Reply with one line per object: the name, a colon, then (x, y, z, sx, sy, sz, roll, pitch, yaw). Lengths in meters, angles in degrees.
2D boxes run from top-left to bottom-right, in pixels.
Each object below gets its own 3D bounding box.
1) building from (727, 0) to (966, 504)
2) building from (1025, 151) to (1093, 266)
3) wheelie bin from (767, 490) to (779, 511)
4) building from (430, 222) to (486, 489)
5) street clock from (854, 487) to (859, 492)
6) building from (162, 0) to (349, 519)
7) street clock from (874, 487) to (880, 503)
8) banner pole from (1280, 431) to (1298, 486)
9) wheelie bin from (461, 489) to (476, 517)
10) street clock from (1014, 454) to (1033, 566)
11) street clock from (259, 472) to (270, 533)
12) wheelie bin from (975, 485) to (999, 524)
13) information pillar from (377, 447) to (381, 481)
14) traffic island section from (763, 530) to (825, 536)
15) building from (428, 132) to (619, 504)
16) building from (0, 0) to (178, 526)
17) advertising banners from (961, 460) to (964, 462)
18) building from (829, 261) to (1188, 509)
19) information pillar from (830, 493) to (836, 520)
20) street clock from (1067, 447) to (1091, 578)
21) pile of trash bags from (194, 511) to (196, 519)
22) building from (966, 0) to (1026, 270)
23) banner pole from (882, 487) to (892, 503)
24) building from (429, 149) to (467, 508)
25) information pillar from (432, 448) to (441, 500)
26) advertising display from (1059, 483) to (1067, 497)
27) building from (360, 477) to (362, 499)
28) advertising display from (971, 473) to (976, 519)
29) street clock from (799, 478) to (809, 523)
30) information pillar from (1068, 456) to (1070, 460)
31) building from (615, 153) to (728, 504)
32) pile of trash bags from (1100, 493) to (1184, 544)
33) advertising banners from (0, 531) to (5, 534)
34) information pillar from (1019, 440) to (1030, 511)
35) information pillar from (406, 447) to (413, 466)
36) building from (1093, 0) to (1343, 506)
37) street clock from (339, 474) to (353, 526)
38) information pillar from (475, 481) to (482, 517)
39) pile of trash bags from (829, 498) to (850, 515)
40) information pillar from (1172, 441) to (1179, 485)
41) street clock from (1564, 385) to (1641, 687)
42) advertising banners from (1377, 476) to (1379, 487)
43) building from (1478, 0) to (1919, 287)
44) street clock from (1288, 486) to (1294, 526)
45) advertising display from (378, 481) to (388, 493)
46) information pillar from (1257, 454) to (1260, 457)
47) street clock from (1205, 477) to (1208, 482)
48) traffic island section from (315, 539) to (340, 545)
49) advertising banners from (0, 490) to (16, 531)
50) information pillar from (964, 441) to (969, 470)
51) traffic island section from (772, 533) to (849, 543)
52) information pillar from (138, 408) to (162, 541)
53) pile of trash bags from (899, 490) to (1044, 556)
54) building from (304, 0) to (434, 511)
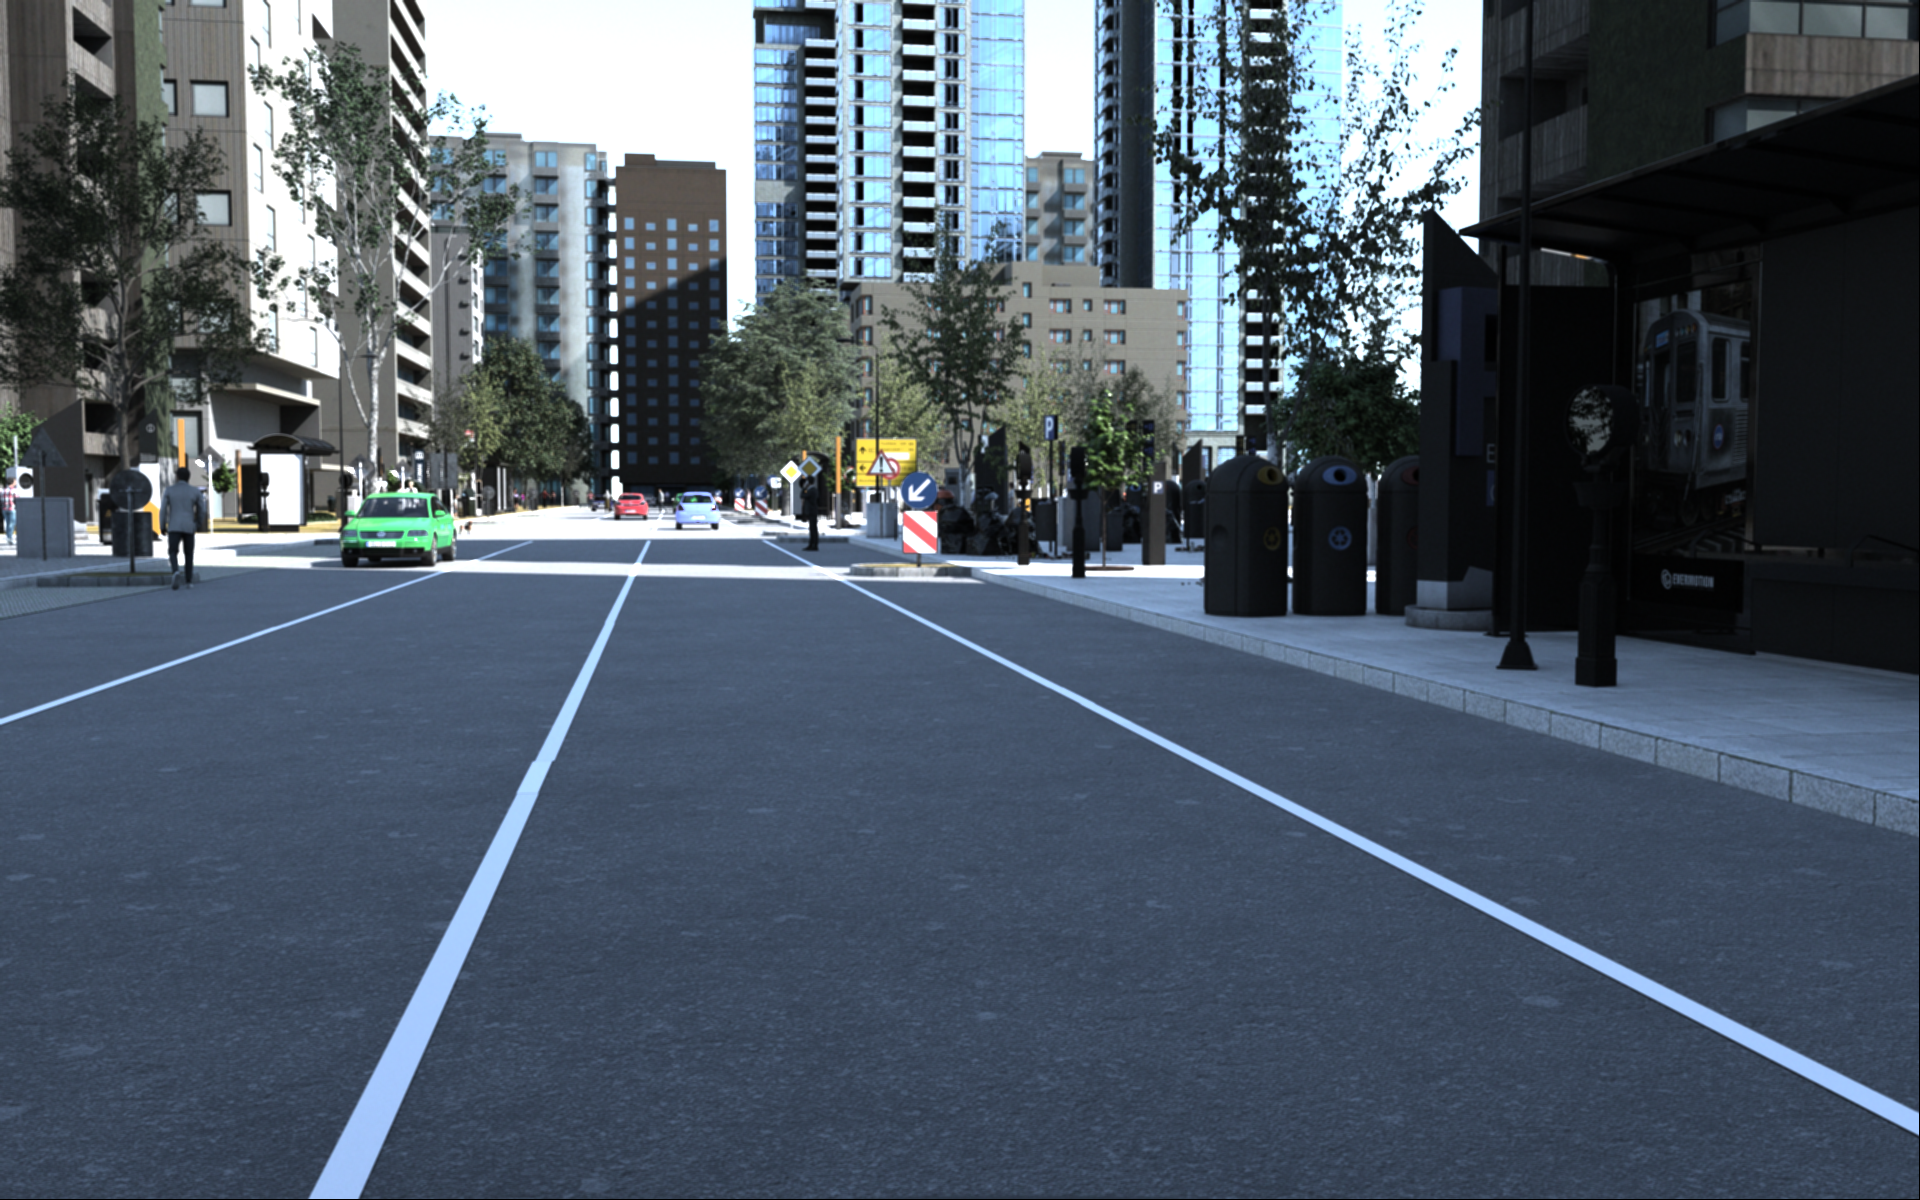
building: (-16.609, -56.533, 236.991, 31.000, 86.520, 22.319, -1, 4, -9)
building: (13.711, -38.225, 244.587, 30.456, 49.044, 23.786, -1, 4, -9)
wheelie bin: (-14.011, -7.474, 130.108, 0.693, 1.594, 0.980, 3, 5, 45)
building: (-58.985, -25.423, 187.359, 14.107, 30.474, 14.160, -1, 4, -9)
street clock: (-7.807, -7.632, 129.348, 0.471, 2.002, 0.358, 0, 4, 1)
building: (-51.219, -31.069, 97.219, 28.713, 52.752, 27.495, -1, 4, -9)
street clock: (-3.826, -4.683, 81.143, 0.471, 2.002, 0.358, 0, 4, 8)
banner pole: (12.084, -4.522, 63.956, 0.863, 3.779, 0.401, 2, 4, 27)
wheelie bin: (-28.146, -5.582, 99.174, 0.693, 1.594, 0.980, 2, 4, 31)
street clock: (1.143, -1.623, 31.111, 0.358, 2.002, 0.471, -1, 4, -8)
street clock: (-23.105, -3.241, 57.566, 0.358, 2.002, 0.471, -2, 4, -33)
wheelie bin: (0.893, -3.278, 61.500, 0.980, 1.594, 0.693, 1, 4, 12)
information pillar: (-28.889, -5.791, 86.040, 0.504, 3.616, 0.183, 3, 5, 42)
traffic island section: (-5.800, -2.316, 60.140, 2.009, 0.180, 2.903, -1, 4, -9)
building: (-61.096, -37.442, 231.785, 30.456, 49.044, 23.786, -1, 4, -9)
building: (-41.006, -18.202, 69.306, 14.160, 30.474, 14.107, -1, 4, -9)
advertising banners: (0.535, -5.589, 87.567, 0.090, 3.025, 2.074, -2, 4, -31)
building: (3.189, -19.152, 158.167, 27.650, 21.520, 28.899, -1, 4, -9)
information pillar: (-6.208, -4.938, 85.228, 0.304, 2.012, 0.304, -3, 4, -37)
street clock: (1.821, -1.342, 26.512, 0.358, 2.002, 0.471, 1, 4, 11)
pile of trash bags: (-38.272, -4.542, 84.007, 1.912, 1.369, 3.447, -1, 4, -11)
building: (-4.687, -53.420, 186.088, 22.319, 86.520, 31.000, -1, 4, -9)
banner pole: (-4.306, -6.955, 103.723, 0.863, 3.779, 0.401, -2, 4, -29)
building: (-63.269, -28.671, 160.657, 32.217, 40.220, 23.993, -1, 4, -9)
information pillar: (-26.762, -5.945, 88.552, 0.504, 3.616, 0.183, 1, 4, 10)
advertising display: (6.359, -6.141, 105.624, 0.123, 1.923, 0.974, 2, 4, 34)
building: (-82.318, -33.046, 223.893, 14.086, 41.232, 14.154, -1, 4, -9)
advertising display: (0.328, -2.954, 53.508, 0.123, 1.923, 0.974, 1, 4, 13)
street clock: (-7.016, -4.498, 78.118, 0.471, 2.002, 0.358, 3, 5, 43)
information pillar: (6.063, -6.338, 94.973, 0.183, 3.616, 0.504, 2, 4, 26)
building: (-38.324, -35.533, 231.072, 14.200, 45.320, 14.600, -1, 4, -9)
pile of trash bags: (5.427, -2.185, 45.476, 3.447, 1.369, 1.912, 0, 4, 3)
advertising banners: (-31.620, -3.614, 55.284, 2.074, 3.025, 0.090, -3, 4, -36)
information pillar: (2.768, -5.107, 74.859, 0.504, 3.616, 0.183, 0, 4, -7)
information pillar: (-27.478, -5.838, 86.806, 0.504, 3.616, 0.183, -1, 4, -16)
building: (29.609, -54.135, 197.775, 31.000, 86.520, 22.319, -1, 4, -9)
street clock: (-22.080, -3.532, 62.323, 0.471, 2.002, 0.358, 2, 4, 34)
information pillar: (-26.502, -5.556, 95.335, 0.304, 2.012, 0.304, -2, 4, -27)
pile of trash bags: (-8.435, -5.832, 105.107, 3.447, 1.369, 1.912, -3, 5, -42)
information pillar: (9.476, -5.198, 76.334, 0.183, 3.616, 0.504, -1, 4, -22)
street clock: (4.261, -0.427, 11.548, 0.358, 2.002, 0.471, -1, 4, -22)
advertising banners: (31.773, -8.468, 134.642, 0.090, 3.025, 2.074, -2, 4, -35)
building: (18.071, -16.074, 34.510, 14.160, 30.474, 14.107, -1, 4, -9)
street clock: (13.393, -3.969, 69.459, 0.471, 2.002, 0.358, -3, 5, -41)
advertising display: (-28.000, -4.804, 83.763, 0.123, 1.923, 0.974, 1, 4, 16)
information pillar: (17.336, -6.738, 101.519, 0.183, 3.616, 0.504, -3, 5, -43)
street clock: (10.510, -4.187, 73.035, 0.358, 2.002, 0.471, 2, 4, 32)
traffic island section: (-17.354, -1.703, 50.133, 2.009, 0.180, 2.903, -1, 4, -9)
advertising banners: (-35.827, -4.131, 63.729, 2.074, 3.025, 0.090, 0, 4, -7)
information pillar: (0.268, -5.226, 76.795, 0.183, 3.616, 0.504, 1, 4, 16)
traffic island section: (-4.488, -1.834, 52.263, 2.009, 0.180, 2.903, -1, 4, -9)
information pillar: (-22.044, -3.411, 47.122, 0.504, 3.616, 0.183, 0, 4, -1)
pile of trash bags: (0.306, -1.702, 37.580, 1.912, 1.369, 3.447, -2, 4, -30)
building: (-54.925, -31.500, 138.721, 21.300, 48.544, 21.600, -1, 4, -9)
